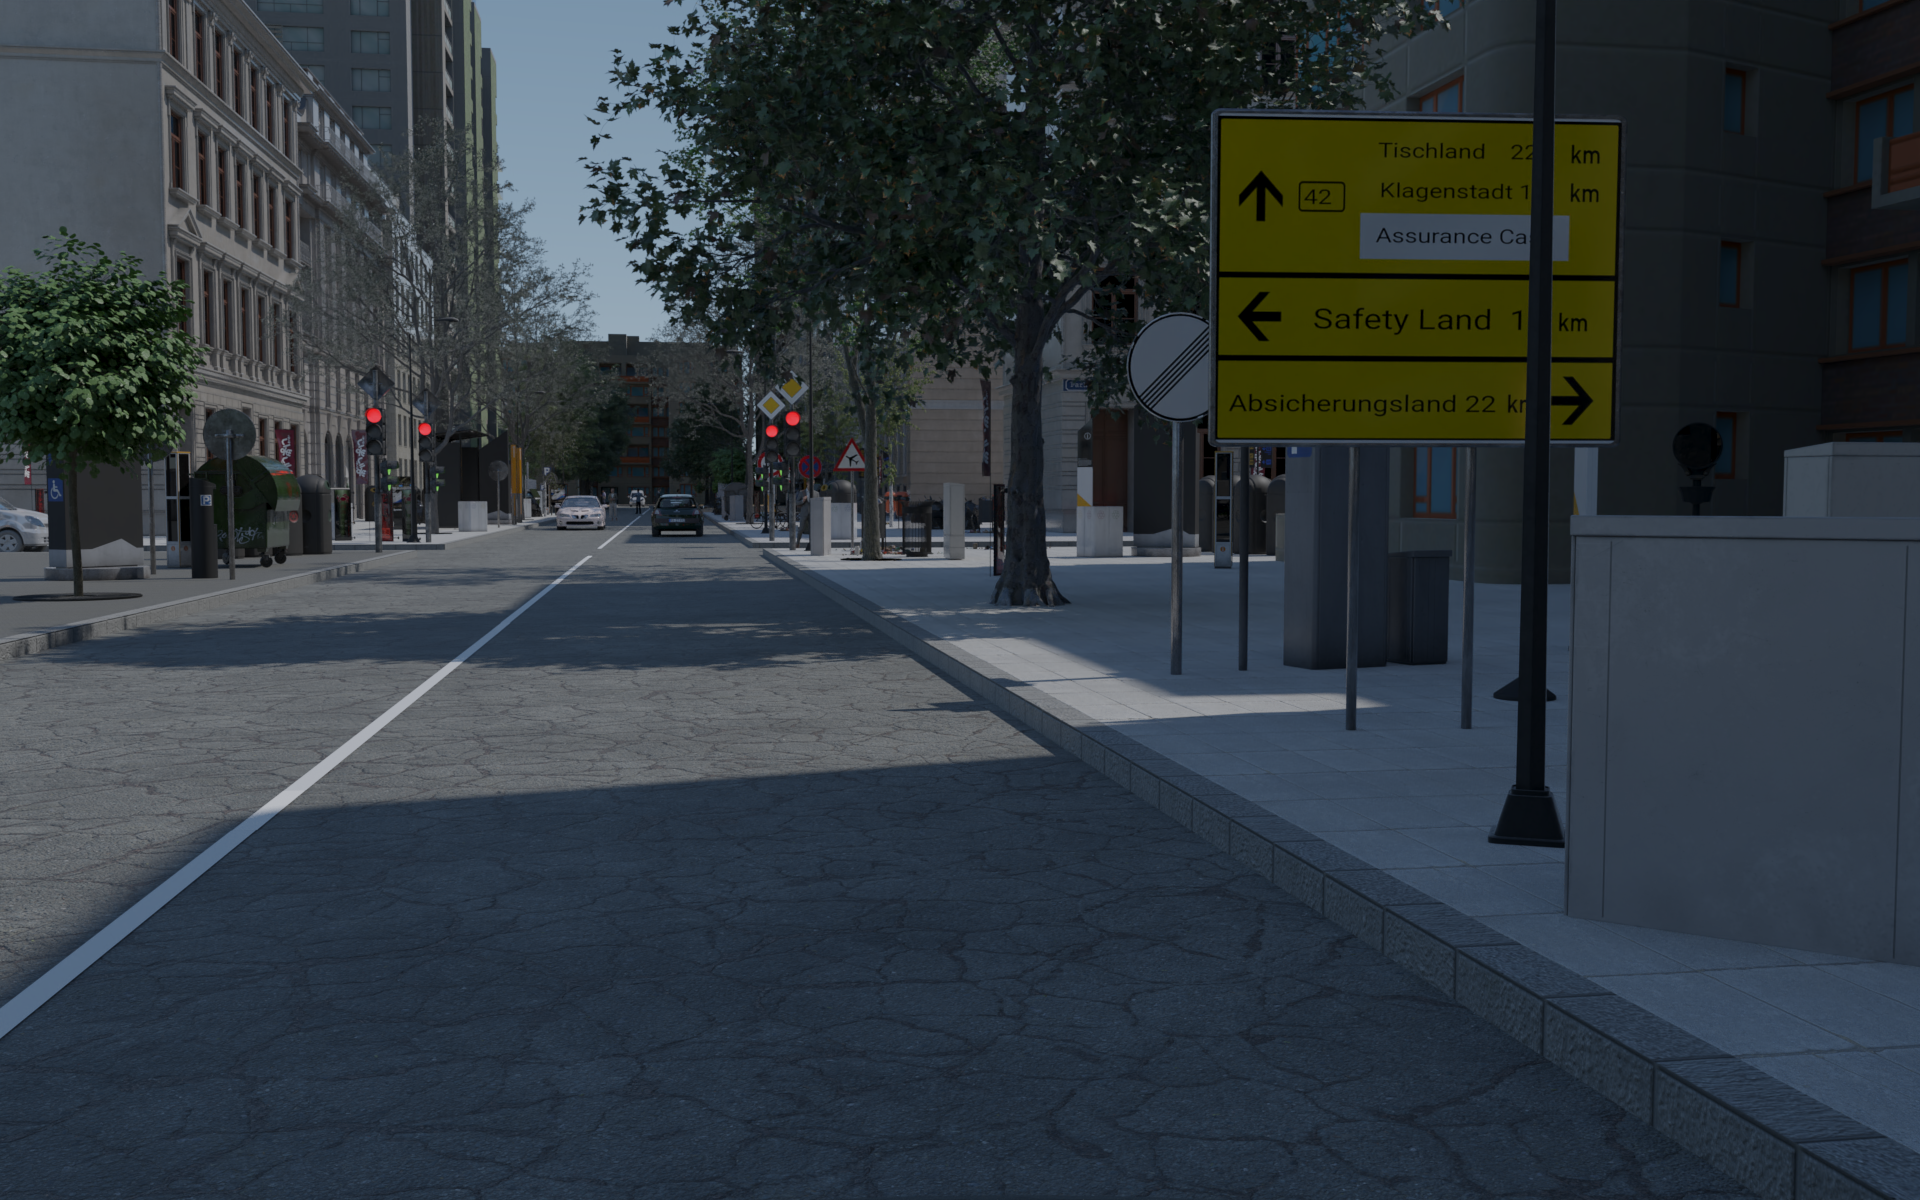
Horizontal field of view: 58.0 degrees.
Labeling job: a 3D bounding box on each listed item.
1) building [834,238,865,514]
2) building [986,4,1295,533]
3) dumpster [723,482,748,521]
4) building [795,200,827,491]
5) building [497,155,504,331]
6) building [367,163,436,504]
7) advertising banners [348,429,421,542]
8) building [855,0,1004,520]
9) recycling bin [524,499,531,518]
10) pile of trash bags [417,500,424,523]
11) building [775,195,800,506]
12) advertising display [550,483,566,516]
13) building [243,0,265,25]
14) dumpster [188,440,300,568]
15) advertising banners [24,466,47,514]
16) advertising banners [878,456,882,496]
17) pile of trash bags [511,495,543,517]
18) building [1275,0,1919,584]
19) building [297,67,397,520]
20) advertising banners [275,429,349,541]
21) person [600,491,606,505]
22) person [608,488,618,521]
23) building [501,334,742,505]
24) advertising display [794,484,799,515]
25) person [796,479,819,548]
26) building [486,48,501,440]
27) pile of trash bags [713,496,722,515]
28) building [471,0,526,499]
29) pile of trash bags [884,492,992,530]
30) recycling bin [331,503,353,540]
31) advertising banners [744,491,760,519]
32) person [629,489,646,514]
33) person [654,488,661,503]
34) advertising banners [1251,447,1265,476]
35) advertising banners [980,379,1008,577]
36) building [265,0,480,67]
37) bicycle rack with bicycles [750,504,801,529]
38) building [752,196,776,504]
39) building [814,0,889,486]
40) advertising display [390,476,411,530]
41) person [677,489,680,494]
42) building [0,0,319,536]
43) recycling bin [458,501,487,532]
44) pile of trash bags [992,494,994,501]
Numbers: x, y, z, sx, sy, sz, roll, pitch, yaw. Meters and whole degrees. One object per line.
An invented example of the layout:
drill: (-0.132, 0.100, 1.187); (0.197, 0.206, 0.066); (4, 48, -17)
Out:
building: (-1.376, -18.099, 113.939); (12.078, 24.808, 19.932); (-1, 4, -10)
building: (12.160, -13.845, 62.529); (21.152, 22.565, 11.583); (-1, 4, -10)
dumpster: (-10.857, -4.794, 84.145); (1.264, 1.857, 1.865); (-1, 4, -10)
building: (-8.085, -31.334, 162.423); (14.600, 45.320, 14.200); (-1, 4, -10)
building: (-72.646, -36.521, 216.724); (30.456, 49.044, 23.786); (-1, 4, -10)
building: (-37.969, -15.227, 103.709); (10.420, 20.320, 16.860); (-1, 4, -10)
advertising banners: (-15.510, -3.093, 46.756); (2.074, 3.025, 0.090); (1, 4, 16)
building: (2.036, -18.851, 94.124); (13.634, 28.700, 20.117); (-1, 4, -10)
recycling bin: (-23.312, -4.866, 92.113); (0.722, 1.027, 0.722); (2, 4, 33)
pile of trash bags: (-23.190, -4.039, 75.784); (1.912, 1.369, 3.447); (-1, 4, -20)
building: (-7.982, -34.055, 180.492); (21.300, 48.544, 21.600); (-1, 4, -10)
advertising display: (-24.050, -6.016, 103.570); (0.974, 1.923, 0.123); (-3, 5, -39)
building: (-42.930, -26.982, 124.750); (14.154, 41.232, 14.086); (-1, 4, -10)
dumpster: (-12.708, -1.730, 30.785); (1.502, 2.255, 1.985); (-1, 4, -9)
advertising banners: (-26.518, -3.285, 49.902); (0.090, 3.025, 2.074); (0, 4, -4)
advertising banners: (-3.820, -5.125, 79.983); (0.090, 3.025, 2.074); (-1, 4, -12)
pile of trash bags: (-24.376, -5.256, 95.683); (1.912, 1.369, 3.447); (0, 4, 5)
building: (22.097, -10.745, 20.729); (27.650, 21.520, 28.899); (-1, 4, -10)
building: (-35.676, -14.773, 83.340); (13.314, 21.916, 24.055); (-1, 4, -10)
advertising banners: (-17.485, -3.106, 46.970); (2.074, 3.025, 0.090); (-3, 4, -37)
person: (-41.375, -11.755, 200.559); (0.599, 1.838, 0.709); (-2, 4, -35)
person: (-18.803, -5.183, 93.796); (0.519, 1.759, 0.362); (0, 4, -1)
building: (-43.248, -23.190, 224.193); (28.899, 21.520, 27.650); (-1, 4, -10)
advertising display: (-10.157, -6.207, 106.698); (0.123, 1.923, 0.974); (1, 4, 19)
person: (-3.809, -2.140, 43.456); (0.622, 1.834, 0.822); (-2, 4, -24)
building: (-48.546, -28.712, 153.040); (14.154, 41.232, 14.086); (-1, 4, -10)
pile of trash bags: (-14.407, -6.005, 107.927); (1.912, 1.369, 3.447); (0, 4, -7)
building: (-60.080, -52.444, 170.138); (31.000, 86.520, 22.319); (-1, 4, -10)
pile of trash bags: (-0.894, -3.272, 63.243); (3.447, 1.369, 1.912); (2, 4, 27)
recycling bin: (-17.460, -2.190, 48.353); (0.722, 1.027, 0.722); (1, 4, 16)
advertising banners: (-10.500, -5.707, 89.500); (0.090, 3.025, 2.074); (-3, 5, -44)
person: (-23.288, -7.147, 125.333); (1.348, 1.826, 0.705); (-2, 4, -35)
person: (-19.757, -6.448, 113.702); (0.755, 1.850, 0.659); (-1, 4, -10)
advertising banners: (8.406, -3.484, 53.157); (2.074, 3.025, 0.090); (1, 4, 9)
advertising banners: (0.628, -1.901, 27.277); (0.090, 3.025, 2.074); (1, 4, 18)
building: (-45.953, -27.829, 138.605); (14.154, 41.232, 14.086); (-1, 4, -10)
bicycle rack with bicycles: (-6.336, -3.098, 64.039); (2.925, 0.926, 2.852); (-1, 4, -20)
building: (-14.026, -34.915, 225.489); (28.867, 44.769, 22.147); (-1, 4, -10)
building: (-0.218, -31.867, 140.631); (23.786, 49.044, 30.456); (-1, 4, -10)
advertising display: (-20.302, -3.512, 62.641); (0.974, 1.923, 0.123); (-1, 4, -8)
person: (-21.857, -7.716, 134.660); (0.705, 1.823, 1.348); (0, 4, 2)
building: (-30.574, -13.750, 60.963); (11.583, 22.565, 21.152); (-1, 4, -10)
recycling bin: (-16.640, -2.850, 59.151); (0.722, 1.027, 0.722); (3, 5, 41)
pile of trash bags: (0.339, -3.872, 73.065); (3.447, 1.369, 1.912); (-1, 4, -22)
